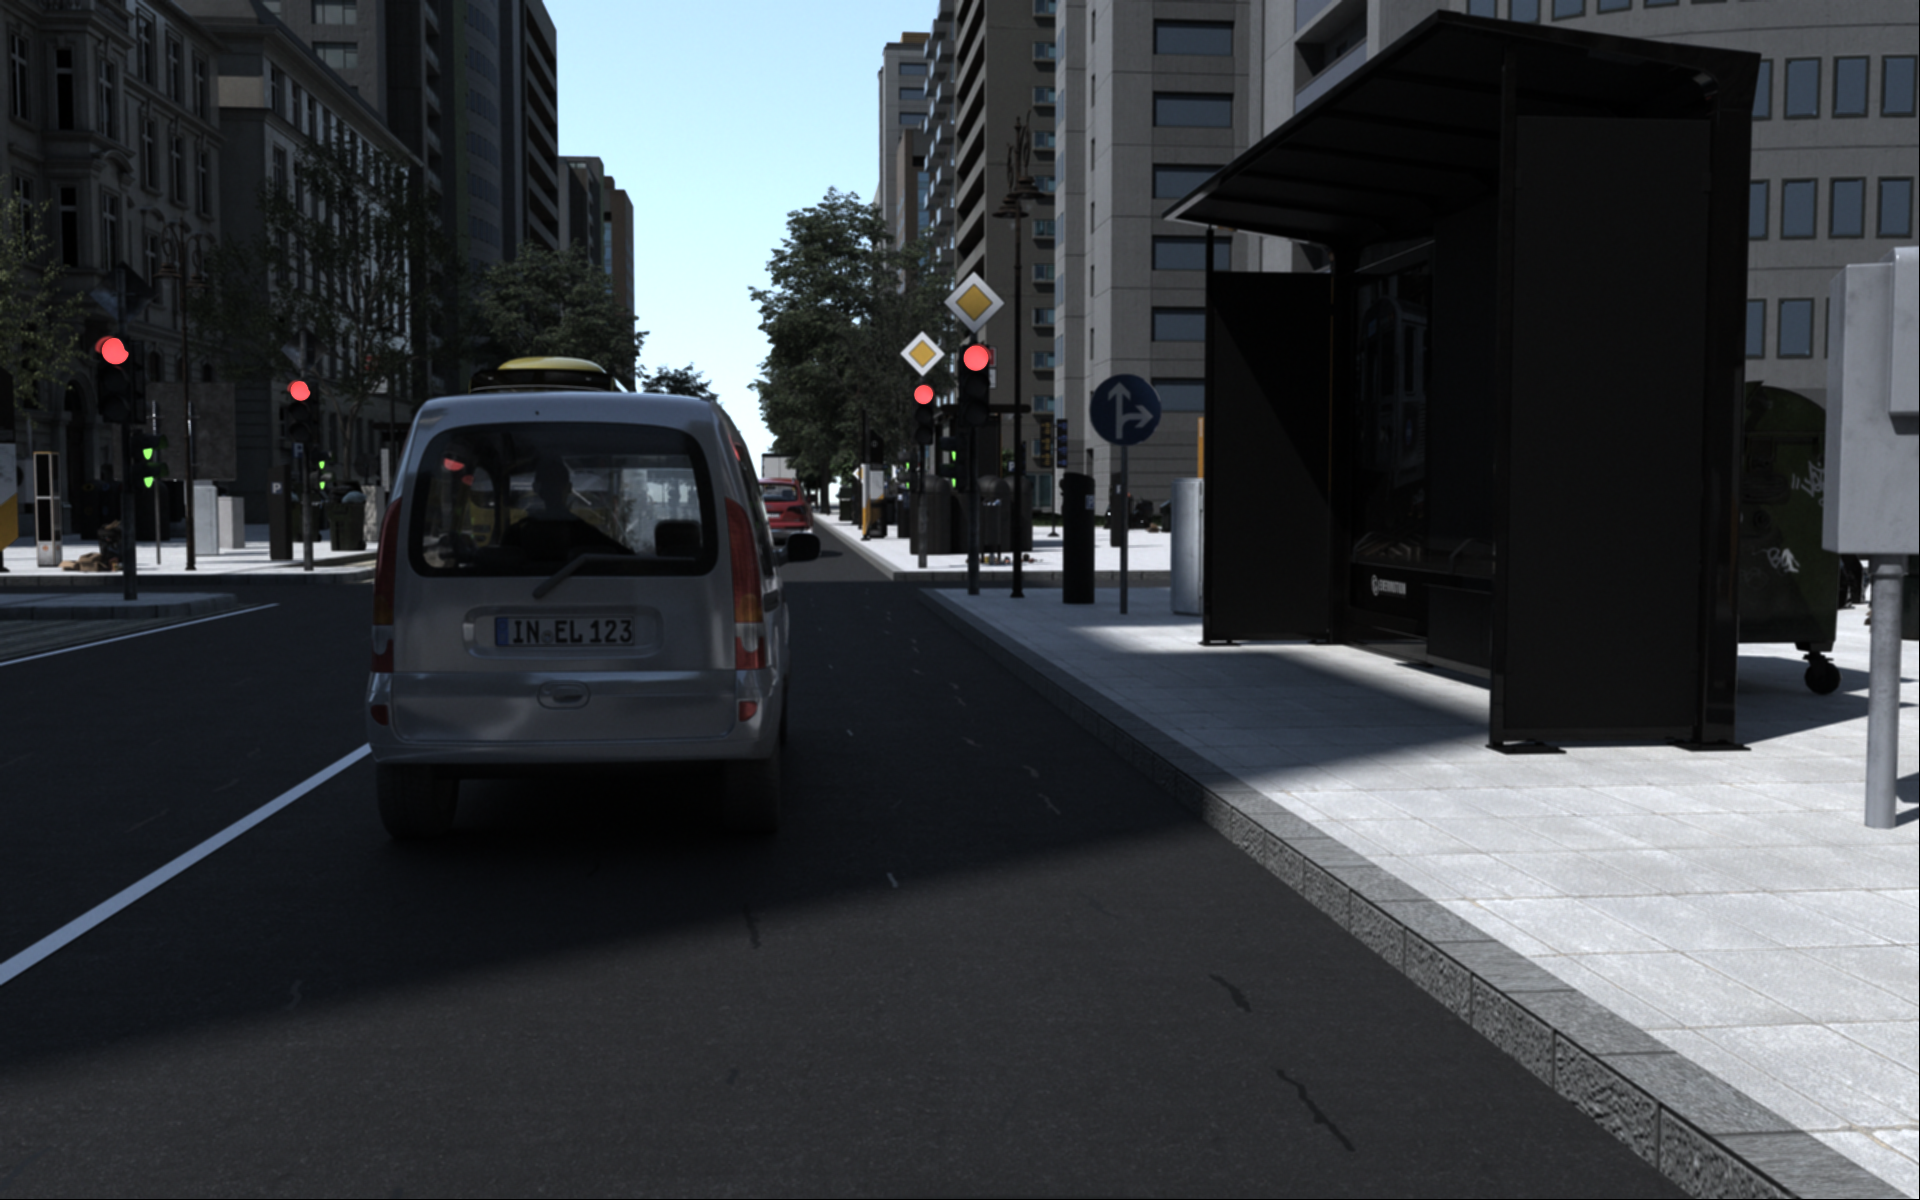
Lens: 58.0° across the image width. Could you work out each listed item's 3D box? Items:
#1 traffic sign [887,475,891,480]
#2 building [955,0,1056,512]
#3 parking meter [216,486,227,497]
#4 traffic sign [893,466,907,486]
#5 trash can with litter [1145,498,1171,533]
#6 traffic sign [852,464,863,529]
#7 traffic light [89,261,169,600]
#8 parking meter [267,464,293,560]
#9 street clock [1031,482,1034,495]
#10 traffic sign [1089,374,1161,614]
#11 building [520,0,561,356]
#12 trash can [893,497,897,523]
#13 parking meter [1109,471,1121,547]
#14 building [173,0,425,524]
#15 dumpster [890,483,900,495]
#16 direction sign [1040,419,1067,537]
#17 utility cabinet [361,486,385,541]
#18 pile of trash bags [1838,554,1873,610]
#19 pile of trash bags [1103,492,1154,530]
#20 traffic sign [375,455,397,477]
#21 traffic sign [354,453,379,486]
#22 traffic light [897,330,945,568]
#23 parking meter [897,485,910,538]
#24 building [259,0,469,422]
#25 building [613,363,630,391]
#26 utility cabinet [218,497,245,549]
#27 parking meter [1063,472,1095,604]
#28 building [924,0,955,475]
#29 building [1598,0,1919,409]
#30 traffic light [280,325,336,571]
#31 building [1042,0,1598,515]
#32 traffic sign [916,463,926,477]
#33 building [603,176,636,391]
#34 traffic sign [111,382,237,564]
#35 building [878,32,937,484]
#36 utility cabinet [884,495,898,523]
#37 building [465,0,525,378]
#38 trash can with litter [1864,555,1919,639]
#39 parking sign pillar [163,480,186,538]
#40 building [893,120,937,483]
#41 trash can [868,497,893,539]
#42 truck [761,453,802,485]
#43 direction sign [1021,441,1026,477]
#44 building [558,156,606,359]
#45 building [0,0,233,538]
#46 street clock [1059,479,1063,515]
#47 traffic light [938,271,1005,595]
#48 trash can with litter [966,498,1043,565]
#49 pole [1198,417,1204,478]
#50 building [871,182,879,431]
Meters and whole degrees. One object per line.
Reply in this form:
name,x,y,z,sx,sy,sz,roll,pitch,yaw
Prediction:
traffic sign,-4.584,-6.424,105.144,0.768,2.556,0.104,0,3,0
building,11.292,-30.977,130.168,21.300,48.544,21.600,0,4,-6
parking meter,-24.402,-2.987,57.241,0.372,1.533,0.369,0,3,0
traffic sign,-2.087,-3.598,60.957,0.606,2.300,0.079,0,4,-2
trash can with litter,6.734,-2.825,57.577,1.055,1.170,0.624,-1,4,-14
traffic sign,-3.581,-3.836,63.909,0.795,2.450,0.064,0,4,3
traffic light,-10.050,-1.956,20.902,0.839,4.253,0.868,0,4,-6
parking meter,-13.187,-1.704,33.579,0.399,1.863,0.255,0,4,6
street clock,4.279,-6.145,105.045,0.358,2.002,0.471,1,4,21
traffic sign,1.755,-1.124,18.487,0.768,2.556,0.104,0,4,1
building,-47.619,-32.394,153.343,21.300,48.544,21.600,0,4,-6
trash can,-3.065,-3.785,73.546,0.748,1.137,0.748,0,3,0
parking meter,3.830,-2.217,41.954,0.399,1.863,0.255,-1,4,-10
building,-37.917,-15.492,86.577,16.112,22.955,30.059,0,4,-6
dumpster,-3.412,-5.379,93.698,1.264,1.857,1.865,0,4,-6
direction sign,2.825,-3.683,52.209,0.876,3.537,0.379,-1,4,-20
utility cabinet,-15.964,-2.325,46.698,1.173,1.500,0.318,3,4,36
pile of trash bags,10.766,-0.643,20.260,1.912,1.369,3.447,3,5,42
pile of trash bags,6.149,-3.293,63.592,1.912,1.369,3.447,0,4,8
traffic sign,-18.121,-3.330,54.548,0.768,2.556,0.104,0,4,0
traffic sign,-18.555,-3.306,54.152,0.768,2.556,0.104,0,4,0
traffic light,-0.668,-2.507,29.914,0.839,4.253,0.868,0,4,-6
parking meter,-1.628,-2.561,50.277,0.372,1.533,0.369,0,3,0
building,-38.971,-25.966,108.146,14.154,41.232,14.086,0,4,-6
building,-57.982,-23.212,224.561,27.650,21.520,28.899,0,4,-6
utility cabinet,-17.201,-1.815,40.836,0.306,1.237,1.020,-3,5,-44
parking meter,1.395,-0.729,20.328,0.372,1.533,0.369,0,3,0
building,8.541,-32.806,155.987,23.786,49.044,30.456,0,4,-6
building,25.022,-31.237,52.724,28.212,58.520,21.231,0,4,-6
traffic light,-10.873,-2.442,28.845,0.839,4.253,0.868,0,4,-6
building,15.389,-33.341,87.117,21.231,58.520,28.212,0,4,-6
traffic sign,-1.606,-3.912,63.971,0.884,2.594,0.081,0,4,-5
building,-53.900,-36.502,246.911,14.600,45.320,14.200,0,4,-6
traffic sign,-14.281,-2.299,31.464,2.265,3.308,0.079,0,4,1
building,-0.214,-42.035,229.273,21.231,58.520,28.212,0,4,-6
utility cabinet,-2.908,-4.011,76.734,1.020,1.237,0.306,3,5,39
building,-45.213,-35.853,128.196,21.231,58.520,28.212,0,4,-6
trash can with litter,8.450,-0.253,15.531,0.624,1.170,1.055,0,4,3
parking sign pillar,-22.982,-3.837,51.201,1.447,3.967,1.447,1,4,10
building,-0.223,-34.146,208.395,14.600,45.320,14.200,0,4,-6
trash can,-2.412,-2.356,50.179,0.748,1.137,0.748,0,3,0
truck,-12.836,-8.288,124.414,2.839,4.237,11.283,0,4,-5
direction sign,2.651,-5.033,74.293,0.379,3.537,0.876,-1,4,-19
building,-49.352,-31.785,203.283,14.154,41.232,14.086,0,4,-6
building,-33.736,-14.369,54.020,14.460,24.649,34.723,0,4,-6
street clock,4.932,-4.758,82.359,0.358,2.002,0.471,3,4,38
traffic light,0.155,-2.021,21.971,0.839,4.253,0.868,0,4,-6
trash can with litter,0.903,-1.305,32.387,1.678,1.210,2.233,3,5,39
pole,6.426,-3.199,46.141,0.158,3.312,0.155,0,3,0
building,-1.765,-38.575,254.409,21.300,48.544,21.600,0,4,-6
